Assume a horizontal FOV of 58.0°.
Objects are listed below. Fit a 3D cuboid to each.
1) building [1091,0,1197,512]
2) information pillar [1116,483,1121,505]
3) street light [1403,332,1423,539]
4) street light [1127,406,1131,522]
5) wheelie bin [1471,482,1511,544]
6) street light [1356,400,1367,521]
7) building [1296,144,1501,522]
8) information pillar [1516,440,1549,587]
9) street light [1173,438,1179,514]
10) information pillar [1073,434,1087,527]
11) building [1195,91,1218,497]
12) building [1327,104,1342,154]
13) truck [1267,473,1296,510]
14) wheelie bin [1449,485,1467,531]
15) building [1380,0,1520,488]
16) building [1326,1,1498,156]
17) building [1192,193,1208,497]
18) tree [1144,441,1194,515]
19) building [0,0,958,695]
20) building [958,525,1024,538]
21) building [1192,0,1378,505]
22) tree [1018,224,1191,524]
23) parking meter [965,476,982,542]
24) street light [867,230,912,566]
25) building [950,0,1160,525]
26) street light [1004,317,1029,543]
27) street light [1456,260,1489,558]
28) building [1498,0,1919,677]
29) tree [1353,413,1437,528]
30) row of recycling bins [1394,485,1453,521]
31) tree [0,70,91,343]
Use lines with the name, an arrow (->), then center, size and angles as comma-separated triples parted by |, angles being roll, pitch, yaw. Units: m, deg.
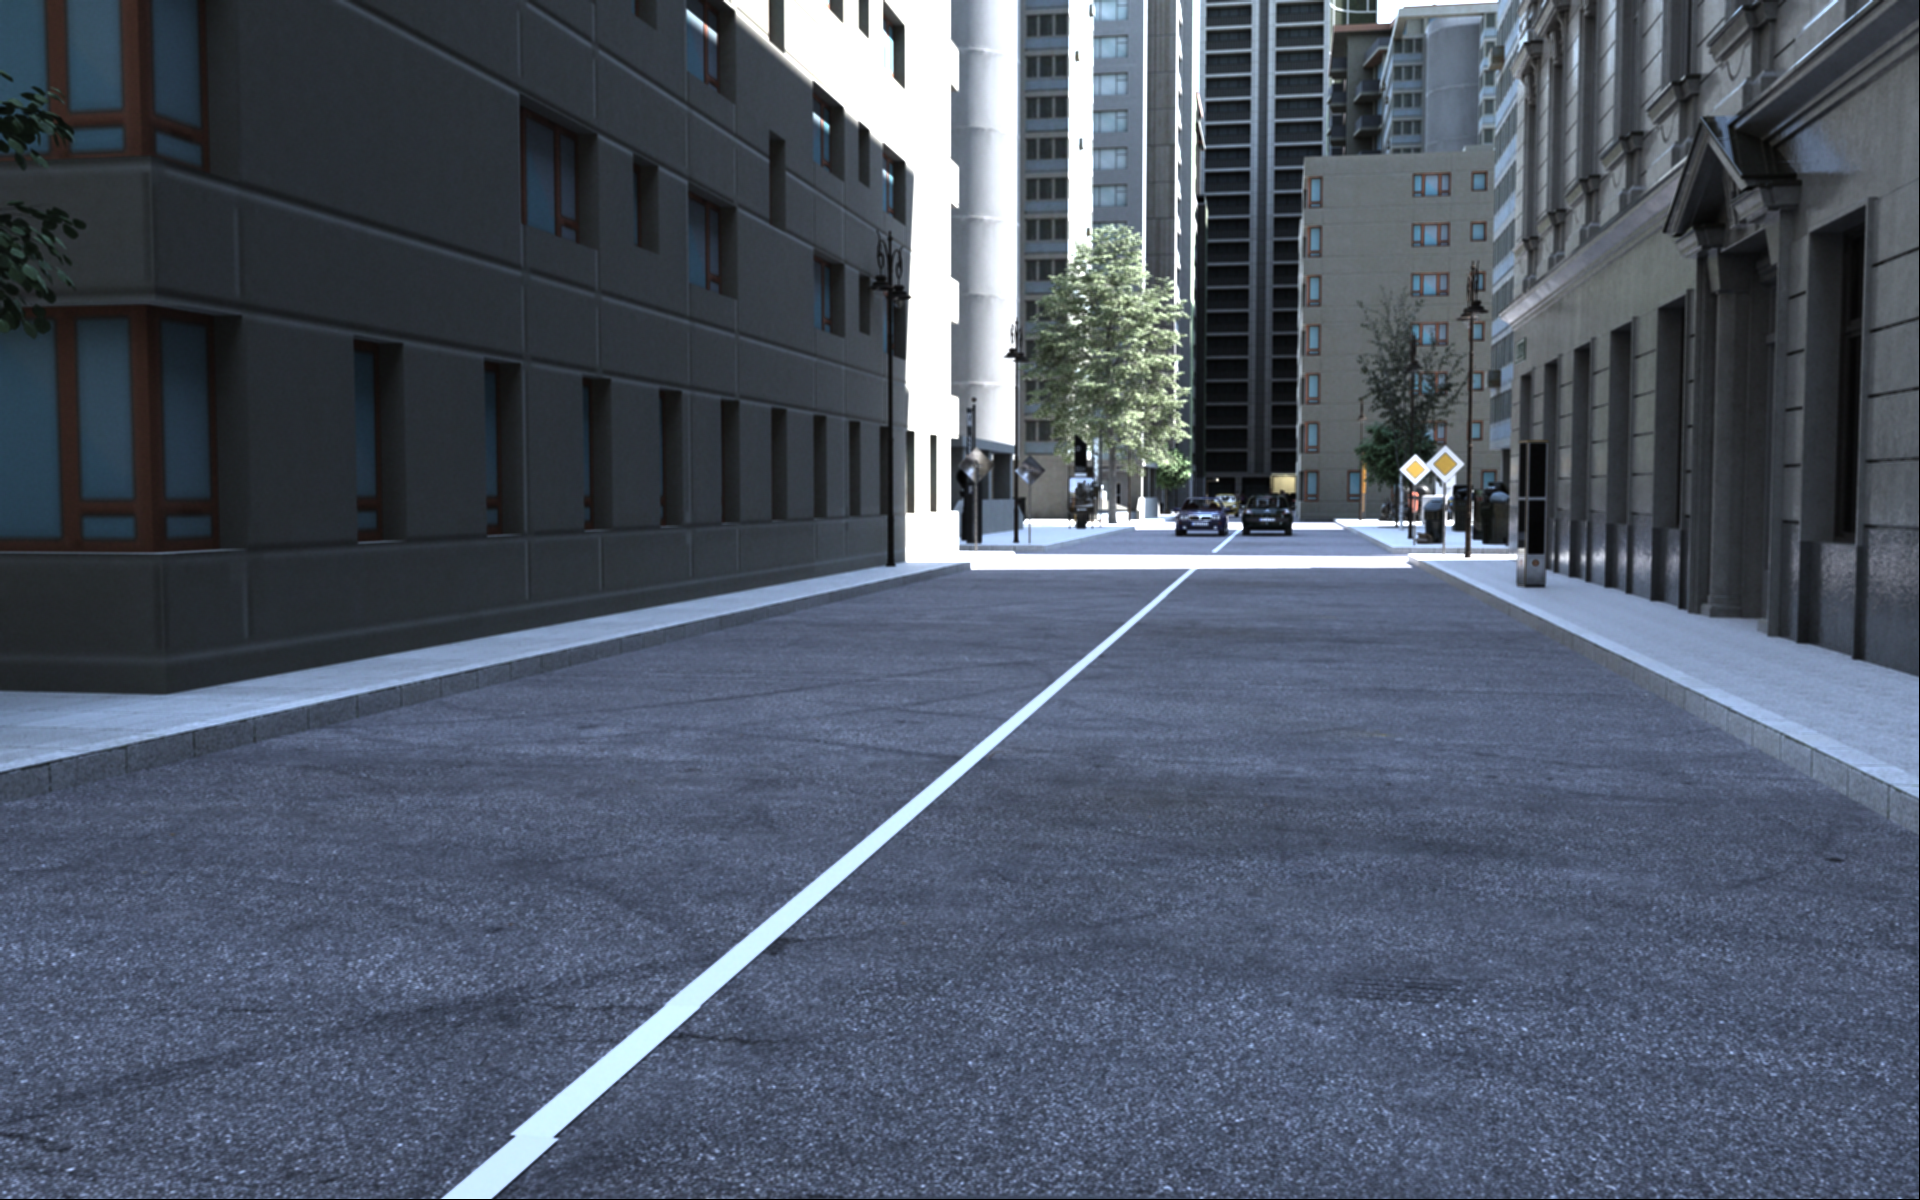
building -> 9.755, -27.092, 126.550 | 14.154, 41.232, 14.086 | 1, 4, 10
information pillar -> 10.660, -6.853, 116.534 | 0.304, 2.012, 0.304 | 0, 4, 2
street light -> 12.923, -4.694, 49.527 | 0.468, 5.910, 1.993 | 1, 4, 10
street light -> 7.755, -6.509, 79.211 | 0.468, 5.910, 1.993 | 1, 4, 10
wheelie bin -> 13.712, -2.224, 44.264 | 0.693, 1.594, 0.980 | -1, 4, -19
street light -> 19.159, -6.724, 82.727 | 0.468, 5.910, 1.993 | 1, 4, 10
building -> 33.833, -15.637, 100.707 | 27.650, 21.520, 28.899 | 1, 4, 10
information pillar -> 7.894, -1.186, 23.887 | 0.304, 2.012, 0.304 | 0, 4, -5
street light -> 14.186, -8.605, 113.482 | 0.468, 5.910, 1.993 | 1, 4, 10
information pillar -> 4.709, -4.672, 67.735 | 0.504, 3.616, 0.183 | 2, 4, 24
building -> 12.831, -32.450, 185.182 | 28.867, 44.769, 22.147 | 1, 4, 10
building -> 45.511, -30.505, 182.352 | 14.154, 41.232, 14.086 | 1, 4, 10
truck -> 29.922, -10.006, 159.520 | 3.469, 3.379, 9.791 | 1, 4, 11
wheelie bin -> 17.354, -3.167, 59.682 | 0.980, 1.594, 0.693 | 1, 4, 10
building -> 45.253, -26.956, 132.609 | 32.217, 40.220, 23.993 | 1, 4, 10
building -> 45.114, -30.910, 160.007 | 22.147, 44.769, 28.867 | 1, 4, 10
building -> 15.675, -23.858, 161.781 | 14.160, 30.474, 14.107 | 1, 4, 10
tree -> 12.847, -7.586, 107.739 | 4.285, 4.588, 4.351 | 0, 3, 0
building -> -16.764, -11.105, 26.612 | 28.899, 21.520, 27.650 | 1, 4, 10
building -> -14.766, -22.424, 58.519 | 32.217, 40.220, 23.993 | 1, 4, 10
building -> 39.273, -47.075, 207.931 | 20.611, 71.187, 20.563 | 1, 4, 10
tree -> 6.107, -9.513, 73.663 | 7.486, 12.596, 7.792 | 0, 3, 0
parking meter -> 0.364, -2.438, 45.573 | 0.399, 1.863, 0.255 | 3, 4, 36
street light -> -1.229, -3.536, 30.605 | 0.468, 5.910, 1.993 | 1, 4, 10
building -> -5.730, -24.564, 93.503 | 32.217, 40.220, 23.993 | 1, 4, 10
street light -> 1.481, -4.446, 45.479 | 0.468, 5.910, 1.993 | 1, 4, 10
street light -> 10.152, -3.771, 34.444 | 0.468, 5.910, 1.993 | 1, 4, 10
building -> 14.658, -14.334, 10.779 | 17.030, 29.872, 44.131 | 1, 4, 10
tree -> 16.900, -5.092, 66.962 | 4.285, 4.588, 4.351 | 0, 3, 0
row of recycling bins -> 22.425, -4.597, 82.268 | 3.534, 1.692, 1.069 | 1, 4, 18
tree -> -6.203, -1.503, 8.287 | 4.285, 4.588, 4.351 | 0, 3, 0
